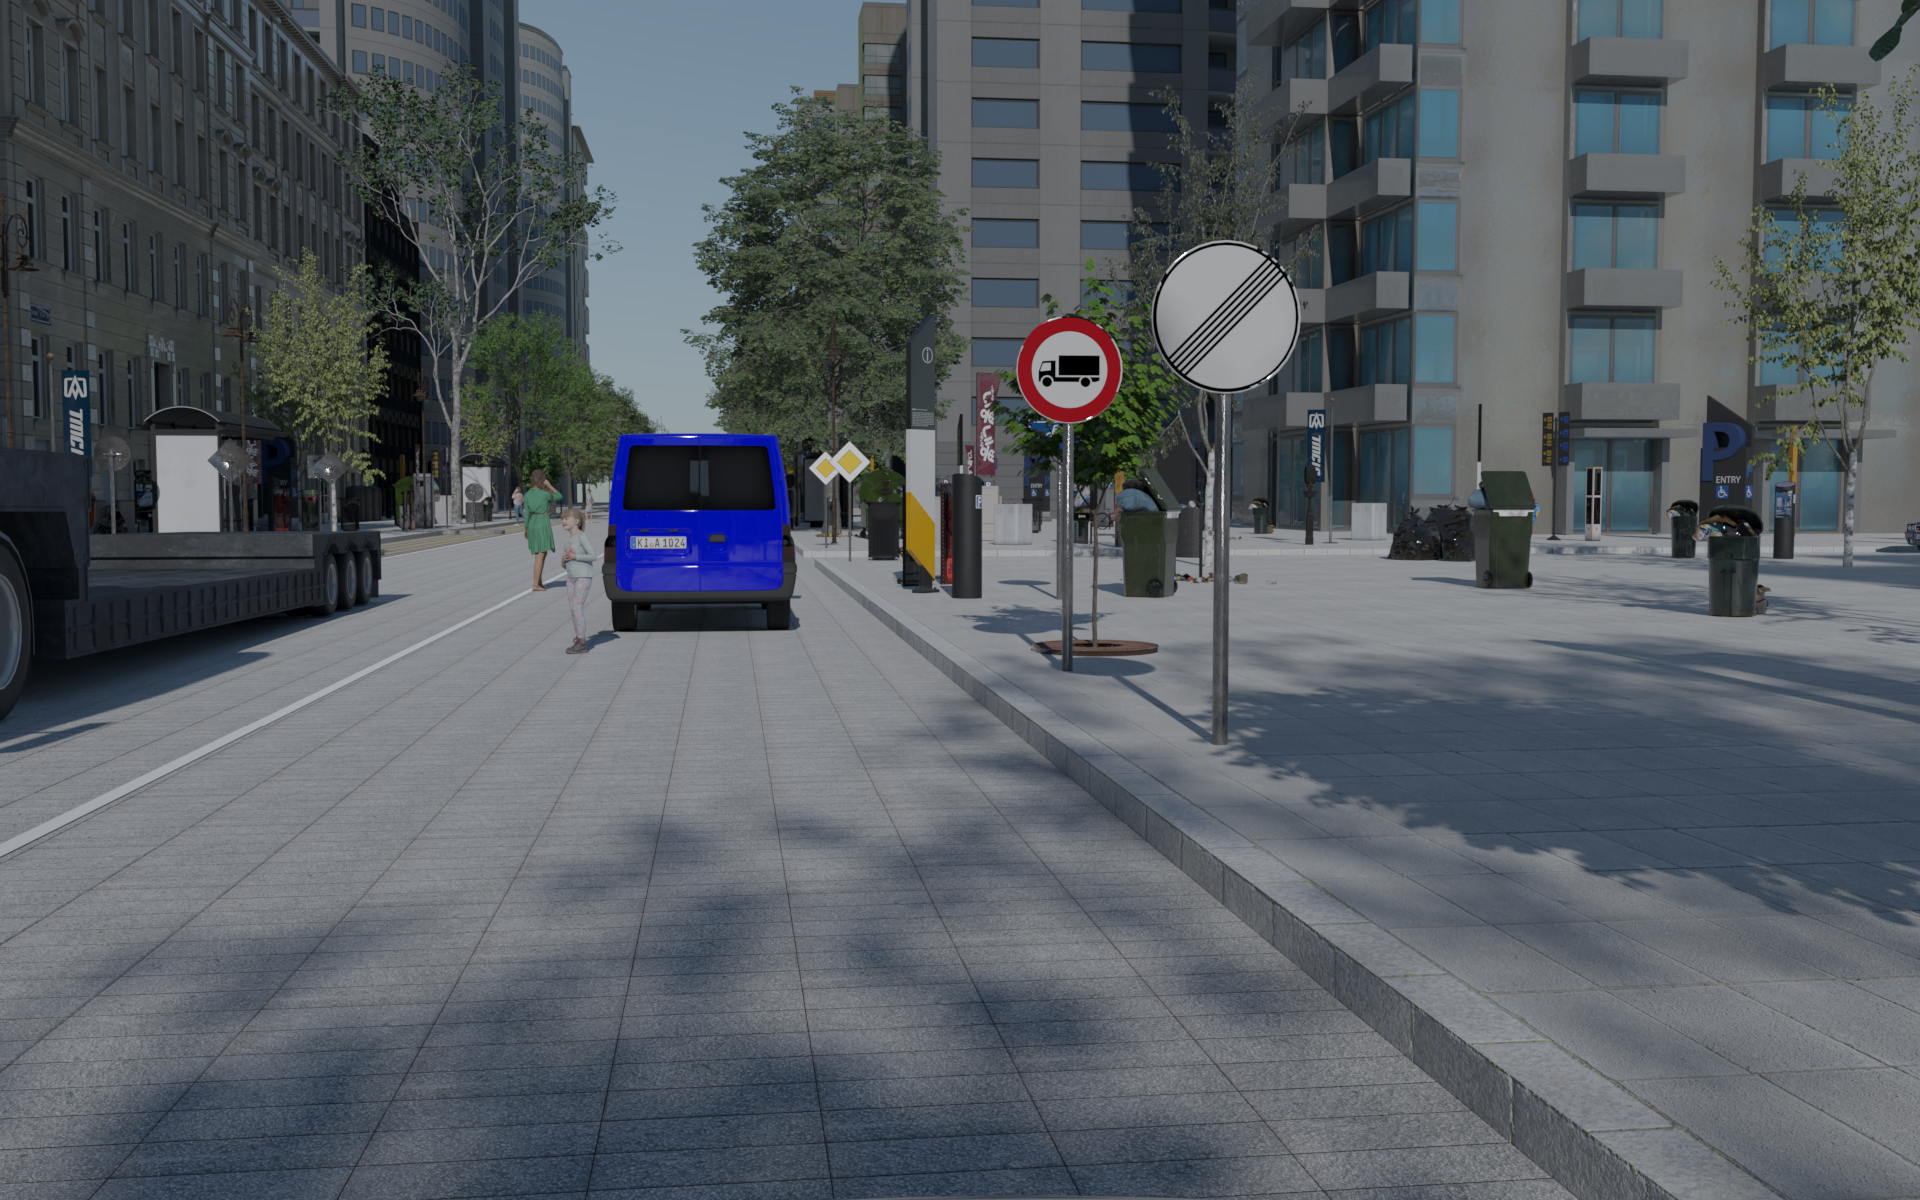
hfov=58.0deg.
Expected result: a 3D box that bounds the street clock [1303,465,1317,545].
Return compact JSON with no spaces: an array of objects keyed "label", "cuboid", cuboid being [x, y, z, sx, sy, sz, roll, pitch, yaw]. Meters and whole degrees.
[{"label":"street clock","cuboid":[8.833,-2.395,43.736,0.358,2.002,0.471,0,4,2]}]

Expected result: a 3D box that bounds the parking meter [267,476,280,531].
[{"label":"parking meter","cuboid":[-22.853,-3.180,57.701,0.255,1.863,0.399,1,4,11]}]

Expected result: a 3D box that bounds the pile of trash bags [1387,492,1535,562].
[{"label":"pile of trash bags","cuboid":[10.166,-1.495,34.192,3.447,1.369,1.912,-2,4,-35]}]

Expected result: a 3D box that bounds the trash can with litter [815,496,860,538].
[{"label":"trash can with litter","cuboid":[-3.577,-2.513,52.140,1.678,1.210,2.233,2,4,26]}]

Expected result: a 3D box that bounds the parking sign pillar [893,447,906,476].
[{"label":"parking sign pillar","cuboid":[-1.941,-4.695,65.243,1.447,3.967,1.447,3,5,44]}]

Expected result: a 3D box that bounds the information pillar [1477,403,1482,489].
[{"label":"information pillar","cuboid":[13.494,-3.284,45.047,0.183,3.616,0.504,1,4,15]}]

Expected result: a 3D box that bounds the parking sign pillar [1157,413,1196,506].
[{"label":"parking sign pillar","cuboid":[7.222,-4.244,57.869,1.447,3.967,1.447,3,4,39]}]

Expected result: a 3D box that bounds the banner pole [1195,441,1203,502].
[{"label":"banner pole","cuboid":[11.243,-5.651,82.407,0.863,3.779,0.401,0,4,-7]}]

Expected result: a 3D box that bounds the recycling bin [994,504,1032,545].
[{"label":"recycling bin","cuboid":[1.346,-1.908,43.745,0.722,1.027,0.722,3,4,37]}]

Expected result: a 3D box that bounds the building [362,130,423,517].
[{"label":"building","cuboid":[-39.510,-16.658,102.044,12.332,23.373,15.834,0,4,-8]}]

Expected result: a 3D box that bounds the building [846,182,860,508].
[{"label":"building","cuboid":[-3.791,-23.952,163.311,14.160,30.474,14.107,0,4,-8]}]

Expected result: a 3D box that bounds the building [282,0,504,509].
[{"label":"building","cuboid":[-50.958,-37.333,152.388,21.231,58.520,28.212,0,4,-8]}]

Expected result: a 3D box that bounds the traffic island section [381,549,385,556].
[{"label":"traffic island section","cuboid":[-14.275,-1.042,39.311,2.009,0.180,2.903,0,4,-8]}]

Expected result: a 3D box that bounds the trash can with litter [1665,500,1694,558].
[{"label":"trash can with litter","cuboid":[14.583,-1.445,35.012,0.624,1.170,1.055,1,4,22]}]

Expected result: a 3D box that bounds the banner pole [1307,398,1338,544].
[{"label":"banner pole","cuboid":[9.424,-3.366,45.054,0.863,3.779,0.401,1,4,14]}]

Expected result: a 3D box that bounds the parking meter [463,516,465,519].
[{"label":"parking meter","cuboid":[-25.891,-4.984,89.903,0.372,1.533,0.369,0,3,0]}]

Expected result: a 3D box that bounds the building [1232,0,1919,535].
[{"label":"building","cuboid":[25.483,-27.178,63.968,30.456,49.044,23.786,0,4,-8]}]

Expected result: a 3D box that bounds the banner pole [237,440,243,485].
[{"label":"banner pole","cuboid":[-22.935,-3.998,55.387,0.863,3.779,0.401,3,5,40]}]

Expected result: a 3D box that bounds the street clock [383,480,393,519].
[{"label":"street clock","cuboid":[-29.916,-5.264,90.631,0.358,2.002,0.471,2,4,26]}]

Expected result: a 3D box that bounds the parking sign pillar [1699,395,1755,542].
[{"label":"parking sign pillar","cuboid":[20.738,-3.570,46.846,1.447,3.967,1.447,-3,4,-37]}]

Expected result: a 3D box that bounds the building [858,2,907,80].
[{"label":"building","cuboid":[-1.803,-28.468,149.053,14.154,41.232,14.086,0,4,-8]}]

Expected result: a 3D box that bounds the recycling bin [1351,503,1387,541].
[{"label":"recycling bin","cuboid":[11.353,-2.173,48.079,0.722,1.027,0.722,-3,5,-44]}]

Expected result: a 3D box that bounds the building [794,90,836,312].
[{"label":"building","cuboid":[-14.174,-43.940,260.420,21.231,58.520,28.212,0,4,-8]}]

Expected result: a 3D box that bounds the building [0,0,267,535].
[{"label":"building","cuboid":[-32.177,-15.853,56.466,12.463,27.353,25.104,0,4,-8]}]

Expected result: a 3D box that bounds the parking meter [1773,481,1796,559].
[{"label":"parking meter","cuboid":[16.296,-1.579,34.235,0.372,1.533,0.369,0,3,0]}]

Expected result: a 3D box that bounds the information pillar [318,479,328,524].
[{"label":"information pillar","cuboid":[-27.720,-4.334,75.356,0.304,2.012,0.304,1,4,8]}]

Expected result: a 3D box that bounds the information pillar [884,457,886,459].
[{"label":"information pillar","cuboid":[-4.824,-7.264,110.126,0.183,3.616,0.504,1,4,14]}]

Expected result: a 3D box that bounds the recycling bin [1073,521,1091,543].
[{"label":"recycling bin","cuboid":[3.032,-2.048,46.036,0.722,1.027,0.722,-1,4,-14]}]

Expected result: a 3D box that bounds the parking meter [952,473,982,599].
[{"label":"parking meter","cuboid":[0.087,-0.790,21.328,0.372,1.533,0.369,0,3,0]}]

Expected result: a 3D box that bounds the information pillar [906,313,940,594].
[{"label":"information pillar","cuboid":[-0.497,-1.895,22.335,0.183,3.616,0.504,3,5,40]}]

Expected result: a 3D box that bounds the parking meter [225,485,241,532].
[{"label":"parking meter","cuboid":[-19.548,-2.336,46.603,0.372,1.533,0.369,0,3,0]}]

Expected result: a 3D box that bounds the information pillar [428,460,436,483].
[{"label":"information pillar","cuboid":[-32.591,-7.068,106.915,0.504,3.616,0.183,1,4,13]}]

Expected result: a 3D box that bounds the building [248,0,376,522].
[{"label":"building","cuboid":[-36.288,-17.386,81.523,12.463,27.353,25.104,0,4,-8]}]

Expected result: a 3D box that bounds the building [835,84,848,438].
[{"label":"building","cuboid":[-5.809,-30.178,177.003,14.154,41.232,14.086,0,4,-8]}]

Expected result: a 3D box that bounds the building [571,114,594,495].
[{"label":"building","cuboid":[-66.263,-39.917,241.873,28.713,52.752,27.495,0,4,-8]}]

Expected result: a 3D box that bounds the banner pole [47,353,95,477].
[{"label":"banner pole","cuboid":[-15.853,-2.494,30.788,0.863,3.779,0.401,-1,4,-10]}]

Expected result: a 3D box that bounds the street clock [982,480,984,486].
[{"label":"street clock","cuboid":[0.987,-5.035,86.886,0.471,2.002,0.358,0,4,-2]}]

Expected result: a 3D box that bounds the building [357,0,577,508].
[{"label":"building","cuboid":[-59.789,-41.132,214.514,21.231,58.520,28.212,0,4,-8]}]

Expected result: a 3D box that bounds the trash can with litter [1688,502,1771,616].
[{"label":"trash can with litter","cuboid":[8.220,-0.428,18.383,0.624,1.170,1.055,3,4,37]}]

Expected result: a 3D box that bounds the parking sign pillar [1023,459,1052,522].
[{"label":"parking sign pillar","cuboid":[3.587,-5.660,81.017,1.447,3.967,1.447,3,5,42]}]

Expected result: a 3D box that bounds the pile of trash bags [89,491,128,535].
[{"label":"pile of trash bags","cuboid":[-20.953,-1.942,41.509,1.912,1.369,3.447,-2,4,-26]}]

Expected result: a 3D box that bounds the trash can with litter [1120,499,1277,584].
[{"label":"trash can with litter","cuboid":[3.562,-0.869,25.270,1.678,1.210,2.233,-3,5,-44]}]

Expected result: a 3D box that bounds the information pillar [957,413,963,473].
[{"label":"information pillar","cuboid":[0.004,-3.623,50.594,0.183,3.616,0.504,-1,4,-10]}]

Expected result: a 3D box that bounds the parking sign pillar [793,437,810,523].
[{"label":"parking sign pillar","cuboid":[-7.114,-5.424,77.148,1.447,3.967,1.447,-1,4,-15]}]

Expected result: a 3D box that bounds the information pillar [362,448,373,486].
[{"label":"information pillar","cuboid":[-29.755,-5.847,86.958,0.504,3.616,0.183,-1,4,-10]}]

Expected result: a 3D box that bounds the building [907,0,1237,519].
[{"label":"building","cuboid":[7.378,-34.235,101.736,21.231,58.520,28.212,0,4,-8]}]

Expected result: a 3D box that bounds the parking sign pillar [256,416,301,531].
[{"label":"parking sign pillar","cuboid":[-23.453,-4.343,59.484,1.447,3.967,1.447,1,4,11]}]

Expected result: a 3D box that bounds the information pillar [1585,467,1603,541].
[{"label":"information pillar","cuboid":[17.286,-2.616,47.258,0.304,2.012,0.304,-1,4,-20]}]

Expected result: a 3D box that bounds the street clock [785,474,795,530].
[{"label":"street clock","cuboid":[-6.156,-3.553,62.662,0.358,2.002,0.471,-2,4,-27]}]
